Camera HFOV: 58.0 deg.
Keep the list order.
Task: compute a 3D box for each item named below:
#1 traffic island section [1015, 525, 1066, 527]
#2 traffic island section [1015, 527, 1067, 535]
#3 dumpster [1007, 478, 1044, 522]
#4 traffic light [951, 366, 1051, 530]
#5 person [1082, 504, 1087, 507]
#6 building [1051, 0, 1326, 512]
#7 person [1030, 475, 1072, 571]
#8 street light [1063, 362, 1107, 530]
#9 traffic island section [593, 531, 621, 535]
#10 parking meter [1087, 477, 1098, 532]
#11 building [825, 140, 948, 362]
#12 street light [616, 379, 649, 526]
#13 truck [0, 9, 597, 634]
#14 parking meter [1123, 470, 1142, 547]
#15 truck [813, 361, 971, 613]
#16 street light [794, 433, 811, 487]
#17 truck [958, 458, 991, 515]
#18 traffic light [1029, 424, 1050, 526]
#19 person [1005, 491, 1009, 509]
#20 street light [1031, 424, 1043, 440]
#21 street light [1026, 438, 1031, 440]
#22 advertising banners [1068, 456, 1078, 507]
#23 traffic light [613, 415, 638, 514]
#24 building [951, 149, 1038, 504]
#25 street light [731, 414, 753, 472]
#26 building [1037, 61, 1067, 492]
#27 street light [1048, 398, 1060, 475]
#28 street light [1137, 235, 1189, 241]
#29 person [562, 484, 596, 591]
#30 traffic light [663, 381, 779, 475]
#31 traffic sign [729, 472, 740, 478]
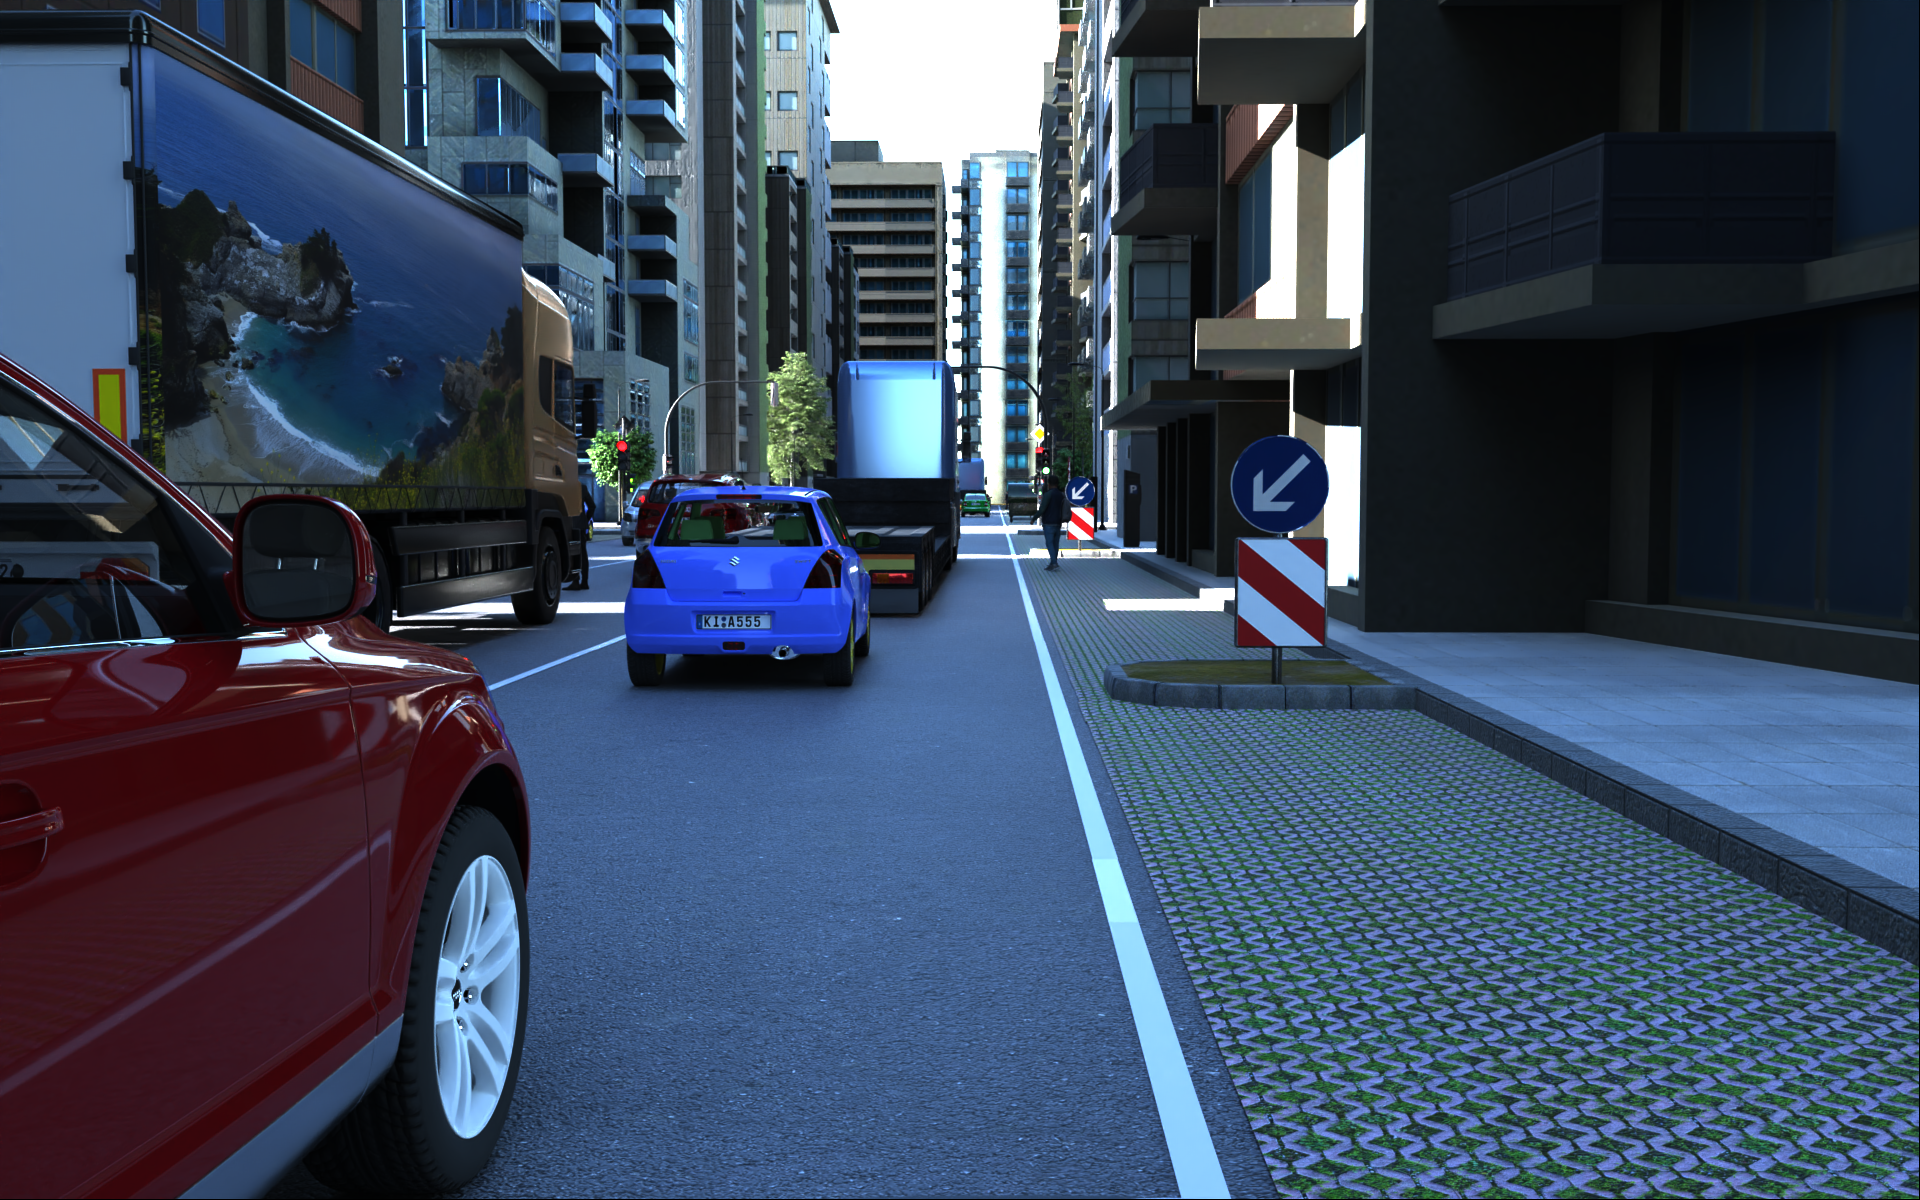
[{"bbox_3d":[3.215,-2.890,69.535,2.009,0.180,2.903,0,4,1],"label":"traffic island section"},{"bbox_3d":[3.052,-2.402,61.551,2.009,0.180,2.903,0,4,1],"label":"traffic island section"},{"bbox_3d":[3.377,-5.027,87.140,1.985,2.255,1.502,0,4,3],"label":"dumpster"},{"bbox_3d":[0.919,-5.301,61.339,4.771,5.953,1.251,0,4,1],"label":"traffic light"},{"bbox_3d":[6.337,-5.002,88.036,0.699,1.804,1.509,0,4,3],"label":"person"},{"bbox_3d":[19.797,-31.008,161.603,22.147,44.769,28.867,0,4,1],"label":"building"},{"bbox_3d":[1.725,-1.424,32.126,0.721,1.781,0.623,3,5,40],"label":"person"},{"bbox_3d":[4.500,-5.422,61.192,1.470,5.913,1.316,0,4,1],"label":"street light"},{"bbox_3d":[-11.986,-2.421,61.862,2.009,0.180,2.903,0,4,1],"label":"traffic island section"},{"bbox_3d":[4.447,-3.208,58.162,0.255,1.863,0.399,-1,4,-13],"label":"parking meter"},{"bbox_3d":[-12.650,-37.695,240.012,21.600,48.544,21.300,0,4,1],"label":"building"},{"bbox_3d":[-13.234,-5.965,70.073,1.470,5.913,1.316,0,4,1],"label":"street light"},{"bbox_3d":[-5.760,-1.637,15.676,2.839,4.237,11.283,0,4,1],"label":"truck"},{"bbox_3d":[4.174,-2.214,41.913,0.399,1.863,0.255,0,4,-8],"label":"parking meter"},{"bbox_3d":[-1.431,-2.417,29.277,2.967,4.110,18.799,0,4,1],"label":"truck"},{"bbox_3d":[-11.986,-9.706,131.239,1.470,5.913,1.316,0,4,1],"label":"street light"},{"bbox_3d":[0.718,-8.258,124.783,2.967,4.110,18.799,0,4,-1],"label":"truck"},{"bbox_3d":[3.175,-4.924,69.421,0.839,4.253,0.868,0,4,1],"label":"traffic light"},{"bbox_3d":[4.501,-9.286,161.127,0.445,1.727,0.742,3,4,36],"label":"person"},{"bbox_3d":[5.583,-8.658,114.104,1.470,5.913,1.316,0,4,1],"label":"street light"},{"bbox_3d":[6.171,-10.519,144.523,1.470,5.913,1.316,0,4,1],"label":"street light"},{"bbox_3d":[5.164,-5.082,79.275,0.090,3.025,2.074,-1,4,-8],"label":"advertising banners"},{"bbox_3d":[-11.946,-4.453,61.726,0.839,4.253,0.868,0,4,1],"label":"traffic light"},{"bbox_3d":[14.172,-37.930,239.756,30.456,49.044,23.786,0,4,1],"label":"building"},{"bbox_3d":[-12.640,-7.801,100.090,1.470,5.913,1.316,0,4,1],"label":"street light"},{"bbox_3d":[19.274,-34.439,186.781,21.300,48.544,21.600,0,4,1],"label":"building"},{"bbox_3d":[4.979,-6.822,84.087,1.470,5.913,1.316,0,4,1],"label":"street light"},{"bbox_3d":[3.843,-3.574,30.977,1.470,5.913,1.316,0,4,1],"label":"street light"},{"bbox_3d":[-5.801,-1.100,25.841,0.474,1.900,0.648,3,5,40],"label":"person"},{"bbox_3d":[-9.690,-5.813,69.702,4.771,5.953,1.251,0,4,1],"label":"traffic light"},{"bbox_3d":[-12.918,-6.031,98.708,0.768,2.556,0.104,0,4,4],"label":"traffic sign"}]
